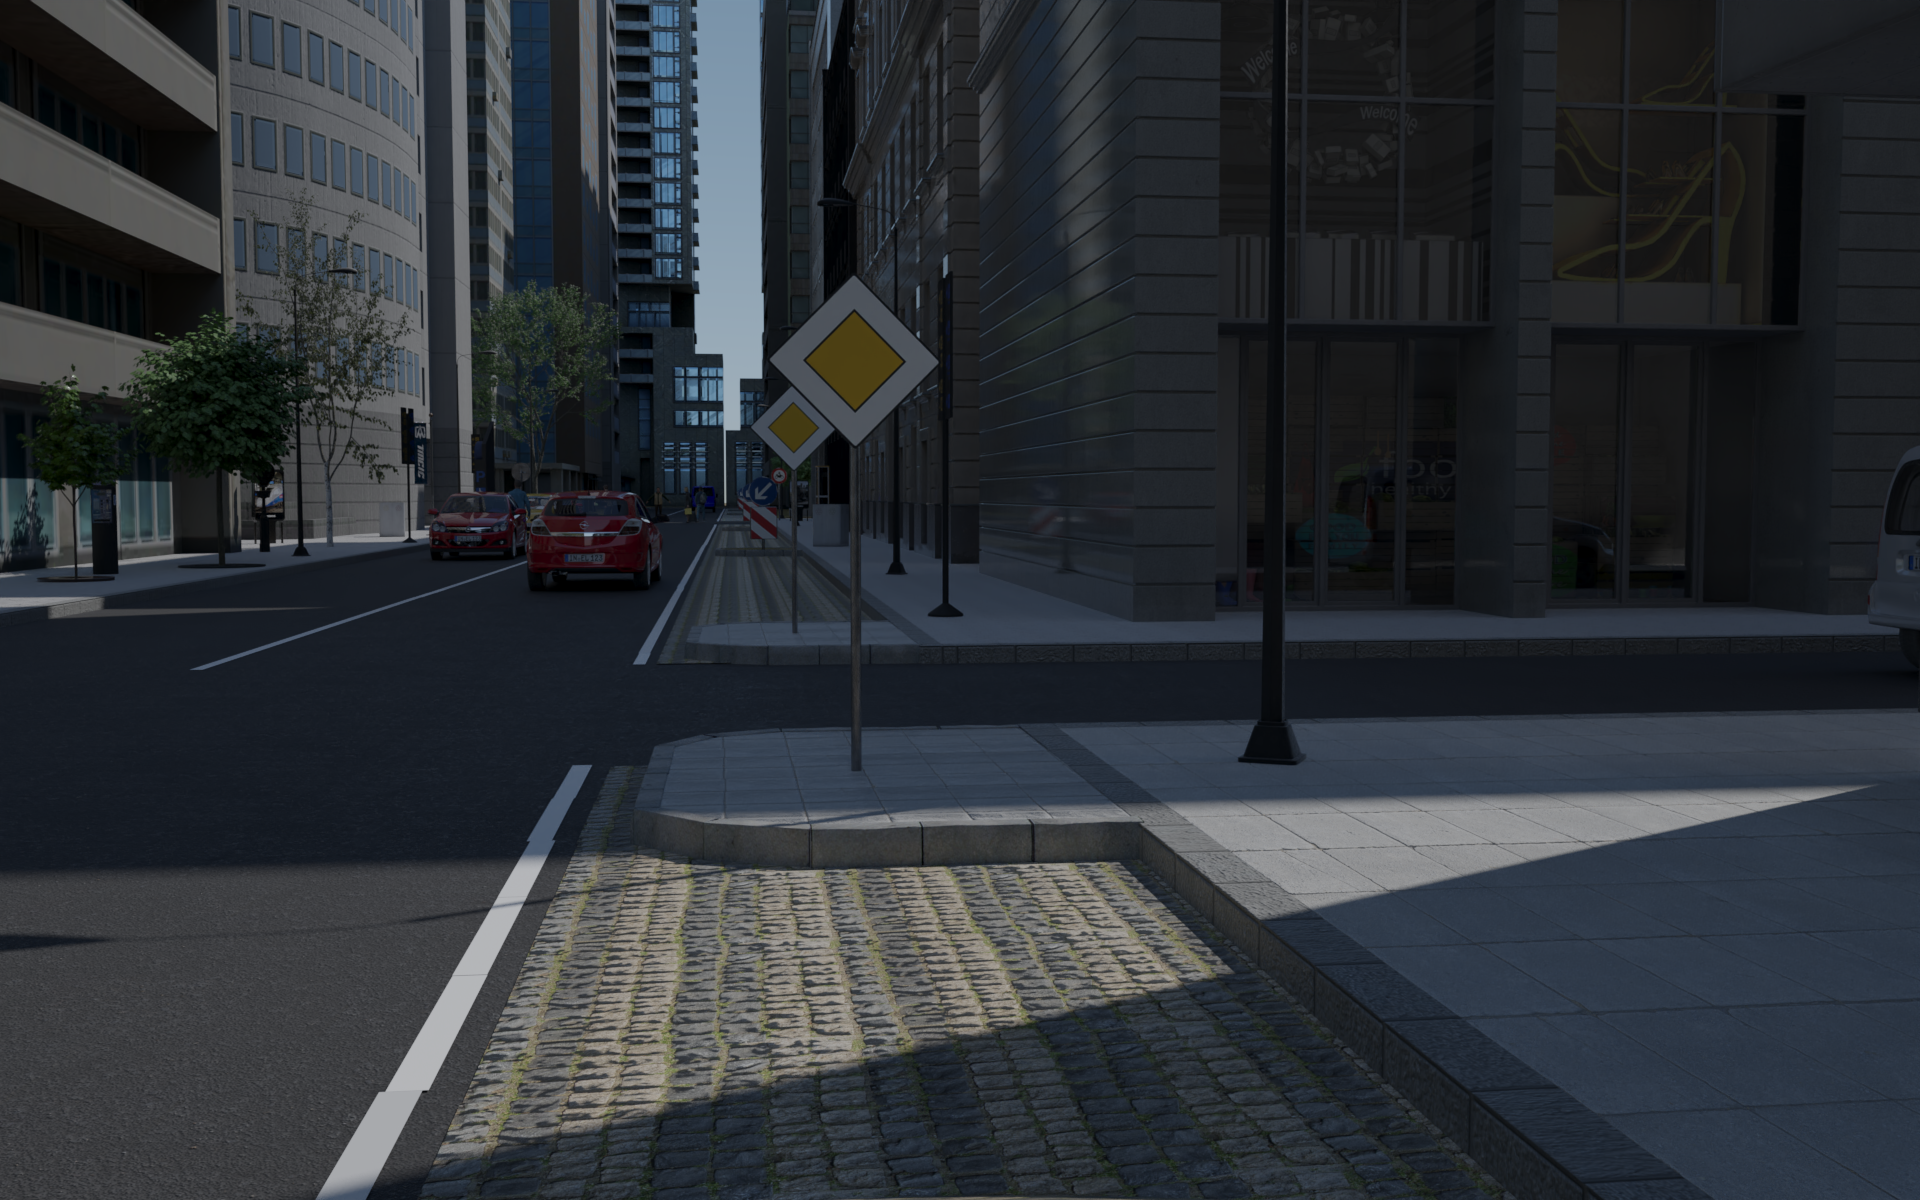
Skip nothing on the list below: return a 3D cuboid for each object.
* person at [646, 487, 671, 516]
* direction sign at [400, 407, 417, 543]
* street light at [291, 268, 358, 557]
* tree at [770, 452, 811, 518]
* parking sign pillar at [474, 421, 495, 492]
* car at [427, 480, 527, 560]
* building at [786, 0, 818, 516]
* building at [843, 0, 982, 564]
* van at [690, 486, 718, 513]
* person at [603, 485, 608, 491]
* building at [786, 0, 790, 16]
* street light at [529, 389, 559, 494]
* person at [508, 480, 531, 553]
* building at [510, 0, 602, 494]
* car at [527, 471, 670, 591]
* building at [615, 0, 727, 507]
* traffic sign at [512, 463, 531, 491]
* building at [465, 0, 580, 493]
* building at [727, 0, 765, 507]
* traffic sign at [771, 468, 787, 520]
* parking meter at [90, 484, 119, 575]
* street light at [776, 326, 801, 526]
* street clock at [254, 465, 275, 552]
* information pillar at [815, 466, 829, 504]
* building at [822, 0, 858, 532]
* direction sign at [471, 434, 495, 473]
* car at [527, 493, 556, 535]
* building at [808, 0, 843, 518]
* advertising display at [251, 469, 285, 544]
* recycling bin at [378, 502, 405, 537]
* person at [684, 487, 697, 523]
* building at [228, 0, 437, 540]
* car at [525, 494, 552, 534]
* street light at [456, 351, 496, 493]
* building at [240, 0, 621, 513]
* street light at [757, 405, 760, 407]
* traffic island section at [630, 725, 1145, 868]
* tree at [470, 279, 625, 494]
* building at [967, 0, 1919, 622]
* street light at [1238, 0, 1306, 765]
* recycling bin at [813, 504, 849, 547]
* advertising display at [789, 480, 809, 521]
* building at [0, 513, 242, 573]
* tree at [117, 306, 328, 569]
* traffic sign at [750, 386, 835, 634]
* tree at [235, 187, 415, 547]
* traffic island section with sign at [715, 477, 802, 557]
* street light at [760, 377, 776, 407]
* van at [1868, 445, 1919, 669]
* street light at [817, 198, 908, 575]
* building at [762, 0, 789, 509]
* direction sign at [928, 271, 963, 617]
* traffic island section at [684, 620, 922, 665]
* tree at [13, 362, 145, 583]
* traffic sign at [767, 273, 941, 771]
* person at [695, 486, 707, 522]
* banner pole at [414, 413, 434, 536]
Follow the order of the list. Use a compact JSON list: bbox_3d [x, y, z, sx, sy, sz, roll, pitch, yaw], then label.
[{"bbox_3d":[-16.786,-5.370,96.401,1.348,1.812,0.705,-1,4,-11],"label":"person"},{"bbox_3d":[-14.508,-3.276,45.554,0.379,3.537,0.876,0,4,3],"label":"direction sign"},{"bbox_3d":[-13.061,-3.858,35.625,1.470,5.913,1.316,0,4,-7],"label":"street light"},{"bbox_3d":[-8.826,-6.756,94.181,4.285,4.588,4.351,0,3,0],"label":"tree"},{"bbox_3d":[-17.419,-4.589,63.505,1.447,3.967,1.447,0,4,-1],"label":"parking sign pillar"},{"bbox_3d":[-10.853,-1.842,39.160,2.155,1.783,4.494,-1,4,-9],"label":"car"},{"bbox_3d":[-3.557,-20.442,105.933,14.160,30.474,14.107,0,4,-7],"label":"building"},{"bbox_3d":[3.846,-15.073,43.700,12.463,27.353,25.104,0,4,-7],"label":"building"},{"bbox_3d":[-20.144,-8.055,136.085,2.240,2.365,5.245,0,4,-8],"label":"van"},{"bbox_3d":[-15.157,-4.057,74.739,0.836,1.842,0.656,-1,4,-10],"label":"person"},{"bbox_3d":[-1.451,-31.151,128.933,23.786,49.044,30.456,0,4,-7],"label":"building"},{"bbox_3d":[-18.452,-6.372,76.731,1.470,5.913,1.316,0,4,-7],"label":"street light"},{"bbox_3d":[-10.720,-2.027,41.981,0.601,1.785,0.444,0,4,-6],"label":"person"},{"bbox_3d":[-35.157,-29.503,132.492,14.600,45.320,14.200,0,4,-7],"label":"building"},{"bbox_3d":[-5.689,-1.115,27.277,2.155,1.783,4.494,0,4,-6],"label":"car"},{"bbox_3d":[-40.643,-53.124,181.244,31.000,86.520,22.319,0,4,-7],"label":"building"},{"bbox_3d":[-17.759,-4.282,70.112,0.768,2.556,0.104,0,4,-4],"label":"traffic sign"},{"bbox_3d":[-38.814,-24.879,98.651,32.217,40.220,23.993,0,4,-7],"label":"building"},{"bbox_3d":[-9.630,-53.337,184.727,31.000,86.520,22.319,0,4,-7],"label":"building"},{"bbox_3d":[-8.790,-5.147,84.265,0.768,2.556,0.104,0,4,-5],"label":"traffic sign"},{"bbox_3d":[-13.687,-1.180,27.706,0.372,1.533,0.369,0,3,0],"label":"parking meter"},{"bbox_3d":[-4.277,-4.621,48.094,1.470,5.913,1.316,0,4,-7],"label":"street light"},{"bbox_3d":[-15.393,-2.063,38.293,0.471,2.002,0.358,-2,4,-34],"label":"street clock"},{"bbox_3d":[-3.602,-2.498,45.335,0.304,2.012,0.304,-1,4,-17],"label":"information pillar"},{"bbox_3d":[1.505,-14.339,64.120,12.332,23.373,15.834,0,4,-7],"label":"building"},{"bbox_3d":[-18.022,-4.494,65.480,0.876,3.537,0.379,0,4,1],"label":"direction sign"},{"bbox_3d":[-14.572,-3.246,62.120,2.155,1.783,4.494,0,4,-7],"label":"car"},{"bbox_3d":[-0.628,-16.133,81.800,12.078,24.808,19.932,0,4,-7],"label":"building"},{"bbox_3d":[-17.874,-2.418,44.747,0.123,1.923,0.974,2,4,27],"label":"advertising display"},{"bbox_3d":[-17.101,-2.420,52.114,0.722,1.027,0.722,-1,4,-21],"label":"recycling bin"},{"bbox_3d":[-13.512,-4.771,86.719,0.699,1.804,1.509,1,4,15],"label":"person"},{"bbox_3d":[-29.456,-31.522,57.378,21.231,58.520,28.212,0,4,-7],"label":"building"},{"bbox_3d":[-13.952,-2.836,56.585,2.015,1.641,3.980,0,4,-7],"label":"car"},{"bbox_3d":[-15.713,-5.115,56.179,1.470,5.913,1.316,0,4,-7],"label":"street light"},{"bbox_3d":[-44.245,-37.196,150.148,28.212,58.520,21.231,0,4,-7],"label":"building"},{"bbox_3d":[-9.823,-7.189,90.087,1.470,5.913,1.316,0,4,-7],"label":"street light"},{"bbox_3d":[-0.461,0.870,8.052,2.009,0.180,2.903,0,4,-7],"label":"traffic island section"},{"bbox_3d":[-20.229,-9.605,82.803,9.928,11.665,9.643,0,3,0],"label":"tree"},{"bbox_3d":[15.633,-15.058,23.686,29.804,29.767,11.434,0,4,-7],"label":"building"},{"bbox_3d":[0.970,-2.176,8.113,1.470,5.913,1.316,0,4,-7],"label":"street light"},{"bbox_3d":[-3.171,-1.835,42.553,0.722,1.027,0.722,1,4,15],"label":"recycling bin"},{"bbox_3d":[-7.624,-4.691,81.915,0.974,1.923,0.123,-2,4,-24],"label":"advertising display"},{"bbox_3d":[-25.111,-24.552,25.125,21.300,48.544,21.600,0,4,-7],"label":"building"},{"bbox_3d":[-12.930,-2.857,30.427,4.285,4.588,4.351,0,3,0],"label":"tree"},{"bbox_3d":[-1.523,-0.749,15.890,0.795,2.450,0.064,0,4,-7],"label":"traffic sign"},{"bbox_3d":[-15.233,-5.584,41.668,4.360,8.622,3.978,0,3,0],"label":"tree"},{"bbox_3d":[-4.702,-1.941,40.360,1.989,1.847,2.006,0,4,-7],"label":"traffic island section with sign"},{"bbox_3d":[-7.090,-5.906,69.103,1.470,5.913,1.316,0,4,-7],"label":"street light"},{"bbox_3d":[9.316,-0.388,13.362,4.112,2.044,2.013,0,4,-7],"label":"van"},{"bbox_3d":[-1.550,-3.357,27.436,1.470,5.913,1.316,0,4,-7],"label":"street light"},{"bbox_3d":[-6.756,-32.510,155.237,21.300,48.544,21.600,0,4,-7],"label":"building"},{"bbox_3d":[-0.152,-1.597,18.105,0.379,3.537,0.876,-1,4,-9],"label":"direction sign"},{"bbox_3d":[-1.501,0.386,15.970,2.009,0.180,2.903,0,4,-7],"label":"traffic island section"},{"bbox_3d":[-13.005,-1.883,25.397,1.663,3.219,1.824,0,3,0],"label":"tree"},{"bbox_3d":[-0.484,-0.265,7.972,0.795,2.450,0.064,0,4,-7],"label":"traffic sign"},{"bbox_3d":[-13.305,-4.902,88.627,0.794,1.824,0.713,1,4,17],"label":"person"},{"bbox_3d":[-16.508,-3.882,53.485,0.401,3.779,0.863,3,4,38],"label":"banner pole"}]
